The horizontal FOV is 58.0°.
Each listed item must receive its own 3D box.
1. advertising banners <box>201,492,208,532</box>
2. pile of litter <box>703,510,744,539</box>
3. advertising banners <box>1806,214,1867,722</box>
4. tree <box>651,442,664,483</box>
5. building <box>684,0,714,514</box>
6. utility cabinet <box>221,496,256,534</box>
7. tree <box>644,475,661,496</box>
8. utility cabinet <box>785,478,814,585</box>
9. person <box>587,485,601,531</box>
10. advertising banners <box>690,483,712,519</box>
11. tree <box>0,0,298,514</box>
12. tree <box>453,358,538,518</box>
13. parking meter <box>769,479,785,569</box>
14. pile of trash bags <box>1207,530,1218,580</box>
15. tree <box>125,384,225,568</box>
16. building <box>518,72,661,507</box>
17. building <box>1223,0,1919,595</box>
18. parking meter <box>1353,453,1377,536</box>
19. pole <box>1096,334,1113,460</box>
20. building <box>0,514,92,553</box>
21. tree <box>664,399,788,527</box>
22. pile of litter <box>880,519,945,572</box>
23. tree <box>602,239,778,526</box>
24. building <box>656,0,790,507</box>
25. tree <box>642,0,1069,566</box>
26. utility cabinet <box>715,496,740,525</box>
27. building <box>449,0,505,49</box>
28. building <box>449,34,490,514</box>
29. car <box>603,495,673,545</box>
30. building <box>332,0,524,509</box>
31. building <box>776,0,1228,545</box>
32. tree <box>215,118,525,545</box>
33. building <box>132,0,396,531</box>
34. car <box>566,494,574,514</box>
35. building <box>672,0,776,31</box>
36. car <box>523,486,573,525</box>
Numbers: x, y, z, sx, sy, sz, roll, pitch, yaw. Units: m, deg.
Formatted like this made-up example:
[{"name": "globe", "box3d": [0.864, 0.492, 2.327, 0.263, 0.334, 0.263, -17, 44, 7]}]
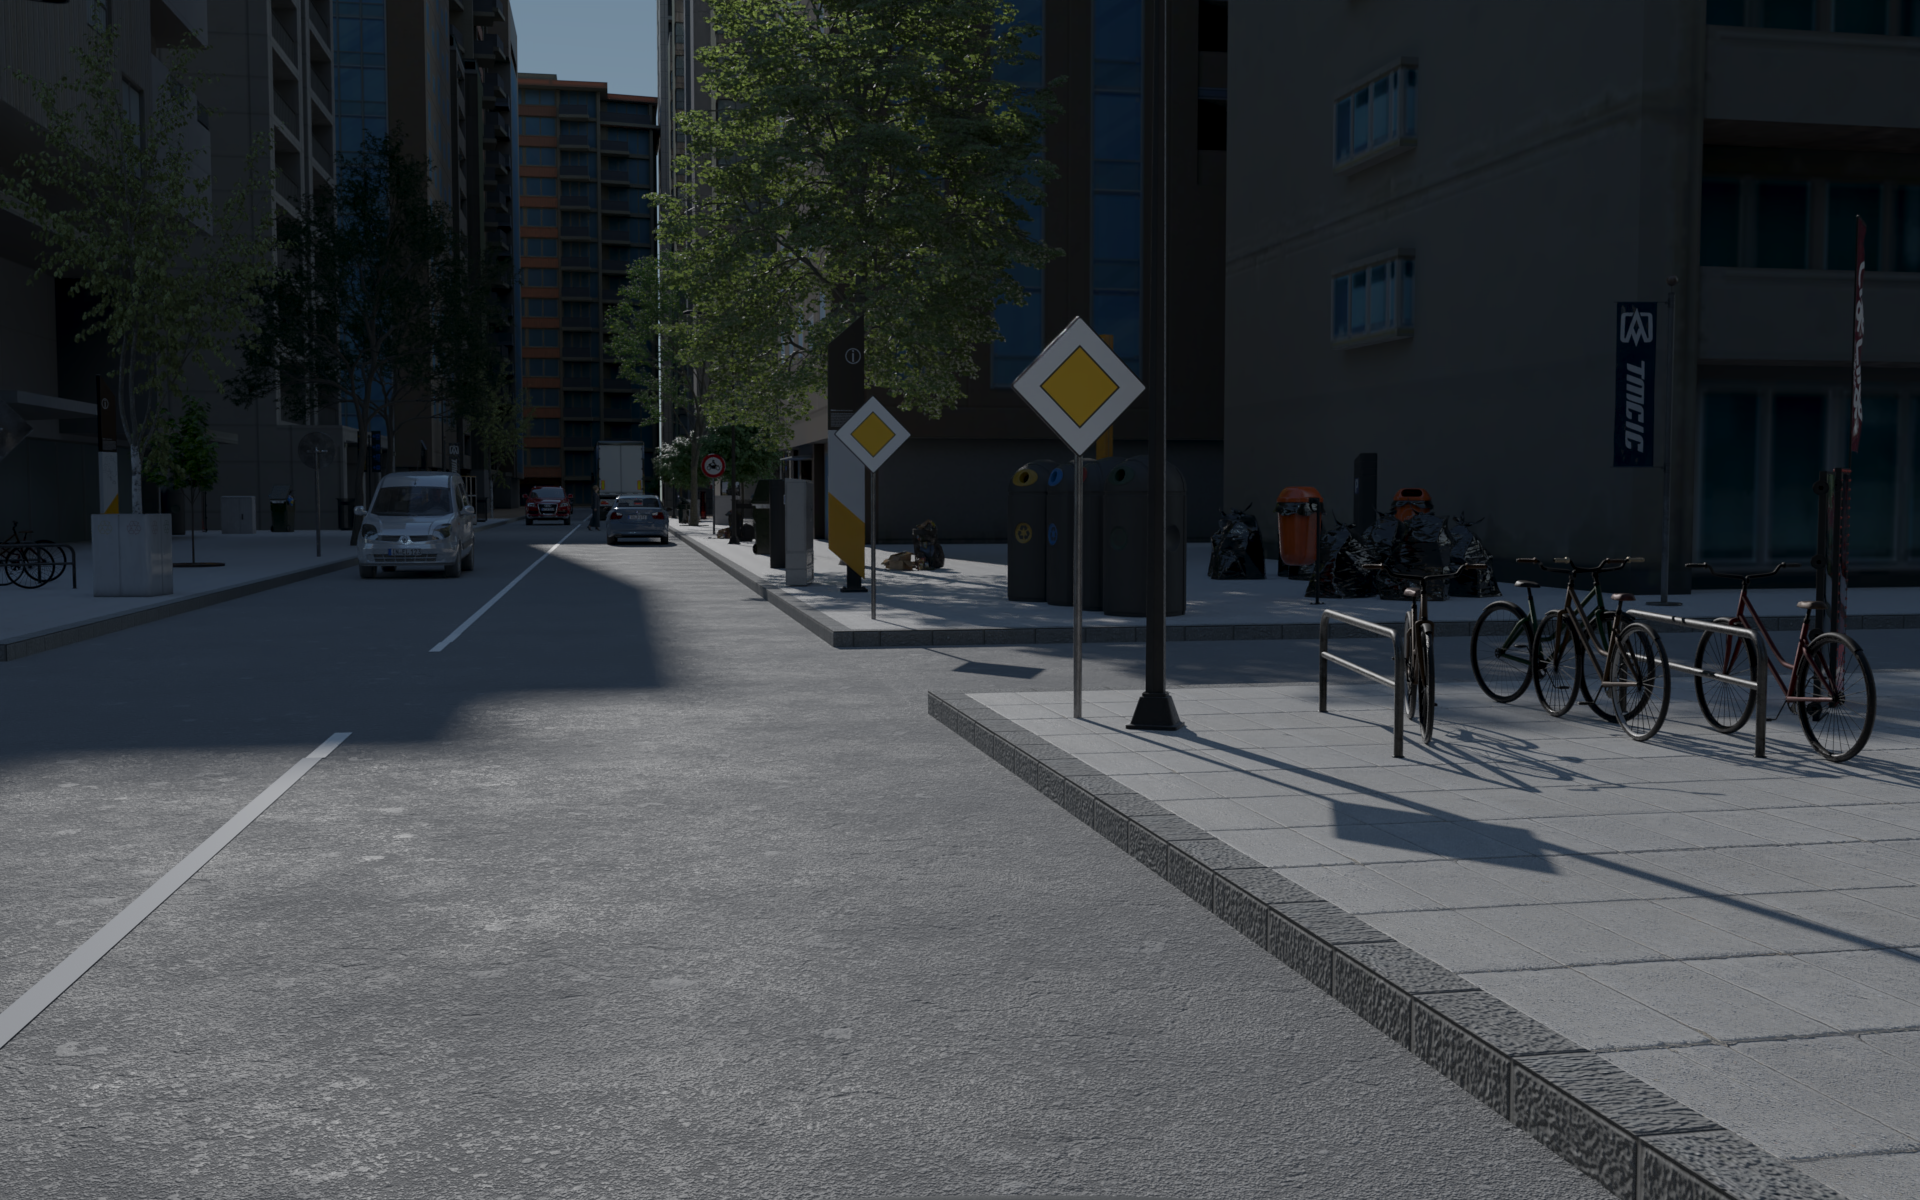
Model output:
[{"name": "advertising banners", "box3d": [-25.641, -3.820, 58.639, 0.090, 3.025, 2.074, -2, 4, -28]}, {"name": "pile of litter", "box3d": [-6.502, -2.196, 49.871, 1.719, 0.858, 1.176, 1, 4, 9]}, {"name": "advertising banners", "box3d": [5.333, -0.874, 10.471, 0.090, 3.025, 2.074, 2, 4, 32]}, {"name": "tree", "box3d": [-13.324, -6.284, 86.460, 4.285, 4.588, 4.351, 0, 3, 0]}, {"name": "building", "box3d": [-8.899, -35.516, 122.686, 21.231, 58.520, 28.212, -1, 4, -11]}, {"name": "utility cabinet", "box3d": [-23.245, -2.729, 55.788, 1.020, 1.237, 0.306, 0, 4, 3]}, {"name": "tree", "box3d": [-28.370, -10.199, 161.350, 1.663, 3.219, 1.824, 0, 3, 0]}, {"name": "utility cabinet", "box3d": [-2.253, -0.967, 24.484, 0.318, 1.500, 1.173, 0, 3, 0]}, {"name": "person", "box3d": [-14.317, -3.607, 67.898, 0.576, 1.772, 0.534, 3, 5, 44]}, {"name": "advertising banners", "box3d": [-13.265, -5.698, 89.356, 2.074, 3.025, 0.090, 3, 5, 44]}, {"name": "tree", "box3d": [-12.675, -4.689, 27.029, 4.737, 8.622, 4.395, 0, 3, 0]}, {"name": "tree", "box3d": [-24.725, -8.672, 92.146, 4.737, 8.622, 4.395, 0, 3, 0]}, {"name": "parking meter", "box3d": [-3.103, -1.317, 29.939, 0.372, 1.533, 0.369, 0, 3, 0]}, {"name": "pile of trash bags", "box3d": [5.406, -1.011, 26.279, 3.447, 1.369, 1.912, 1, 4, 18]}, {"name": "tree", "box3d": [-13.605, -2.212, 30.770, 1.663, 3.219, 1.824, 0, 3, 0]}, {"name": "building", "box3d": [-46.243, -32.310, 182.884, 28.867, 44.769, 22.147, -1, 4, -11]}, {"name": "building", "box3d": [16.707, -25.028, 32.916, 21.600, 48.544, 21.300, -1, 4, -11]}, {"name": "parking meter", "box3d": [5.800, -1.168, 24.814, 0.255, 1.863, 0.399, 0, 4, -1]}, {"name": "pole", "box3d": [1.858, -1.739, 22.274, 0.158, 3.312, 0.155, 0, 3, 0]}, {"name": "building", "box3d": [-32.401, -27.283, 35.315, 28.713, 52.752, 27.495, -1, 4, -11]}, {"name": "tree", "box3d": [-7.472, -4.621, 59.269, 4.285, 4.588, 4.351, 0, 3, 0]}, {"name": "pile of litter", "box3d": [-0.842, -0.952, 29.531, 1.176, 0.858, 1.719, 2, 4, 28]}, {"name": "tree", "box3d": [-10.475, -8.757, 68.927, 9.928, 11.665, 9.643, 0, 3, 0]}, {"name": "building", "box3d": [-21.976, -45.788, 186.878, 20.611, 71.187, 20.563, -1, 4, -11]}, {"name": "tree", "box3d": [-1.551, -6.888, 30.754, 7.486, 12.596, 7.792, 0, 3, 0]}, {"name": "utility cabinet", "box3d": [-9.664, -3.720, 71.976, 1.020, 1.237, 0.306, 1, 4, 12]}, {"name": "building", "box3d": [-45.563, -29.026, 129.205, 22.147, 44.769, 28.867, -1, 4, -11]}, {"name": "building", "box3d": [-37.452, -20.603, 108.560, 14.160, 30.474, 14.107, -1, 4, -11]}, {"name": "car", "box3d": [-9.352, -2.344, 50.333, 2.014, 1.417, 4.499, -1, 4, -10]}, {"name": "building", "box3d": [-46.333, -30.719, 152.361, 14.200, 45.320, 14.600, -1, 4, -11]}, {"name": "building", "box3d": [2.171, -24.473, 50.237, 14.600, 45.320, 14.200, -1, 4, -11]}, {"name": "tree", "box3d": [-14.704, -6.629, 42.795, 7.601, 10.594, 8.767, 0, 4, 5]}, {"name": "building", "box3d": [-33.962, -38.499, 67.714, 20.563, 71.187, 20.611, -1, 4, -11]}, {"name": "car", "box3d": [-28.463, -6.930, 123.085, 2.009, 1.686, 4.222, -1, 4, -9]}, {"name": "building", "box3d": [-16.554, -28.111, 143.217, 14.154, 41.232, 14.086, -1, 4, -11]}, {"name": "car", "box3d": [-19.286, -4.429, 81.079, 2.281, 1.827, 5.304, -1, 4, -13]}]
